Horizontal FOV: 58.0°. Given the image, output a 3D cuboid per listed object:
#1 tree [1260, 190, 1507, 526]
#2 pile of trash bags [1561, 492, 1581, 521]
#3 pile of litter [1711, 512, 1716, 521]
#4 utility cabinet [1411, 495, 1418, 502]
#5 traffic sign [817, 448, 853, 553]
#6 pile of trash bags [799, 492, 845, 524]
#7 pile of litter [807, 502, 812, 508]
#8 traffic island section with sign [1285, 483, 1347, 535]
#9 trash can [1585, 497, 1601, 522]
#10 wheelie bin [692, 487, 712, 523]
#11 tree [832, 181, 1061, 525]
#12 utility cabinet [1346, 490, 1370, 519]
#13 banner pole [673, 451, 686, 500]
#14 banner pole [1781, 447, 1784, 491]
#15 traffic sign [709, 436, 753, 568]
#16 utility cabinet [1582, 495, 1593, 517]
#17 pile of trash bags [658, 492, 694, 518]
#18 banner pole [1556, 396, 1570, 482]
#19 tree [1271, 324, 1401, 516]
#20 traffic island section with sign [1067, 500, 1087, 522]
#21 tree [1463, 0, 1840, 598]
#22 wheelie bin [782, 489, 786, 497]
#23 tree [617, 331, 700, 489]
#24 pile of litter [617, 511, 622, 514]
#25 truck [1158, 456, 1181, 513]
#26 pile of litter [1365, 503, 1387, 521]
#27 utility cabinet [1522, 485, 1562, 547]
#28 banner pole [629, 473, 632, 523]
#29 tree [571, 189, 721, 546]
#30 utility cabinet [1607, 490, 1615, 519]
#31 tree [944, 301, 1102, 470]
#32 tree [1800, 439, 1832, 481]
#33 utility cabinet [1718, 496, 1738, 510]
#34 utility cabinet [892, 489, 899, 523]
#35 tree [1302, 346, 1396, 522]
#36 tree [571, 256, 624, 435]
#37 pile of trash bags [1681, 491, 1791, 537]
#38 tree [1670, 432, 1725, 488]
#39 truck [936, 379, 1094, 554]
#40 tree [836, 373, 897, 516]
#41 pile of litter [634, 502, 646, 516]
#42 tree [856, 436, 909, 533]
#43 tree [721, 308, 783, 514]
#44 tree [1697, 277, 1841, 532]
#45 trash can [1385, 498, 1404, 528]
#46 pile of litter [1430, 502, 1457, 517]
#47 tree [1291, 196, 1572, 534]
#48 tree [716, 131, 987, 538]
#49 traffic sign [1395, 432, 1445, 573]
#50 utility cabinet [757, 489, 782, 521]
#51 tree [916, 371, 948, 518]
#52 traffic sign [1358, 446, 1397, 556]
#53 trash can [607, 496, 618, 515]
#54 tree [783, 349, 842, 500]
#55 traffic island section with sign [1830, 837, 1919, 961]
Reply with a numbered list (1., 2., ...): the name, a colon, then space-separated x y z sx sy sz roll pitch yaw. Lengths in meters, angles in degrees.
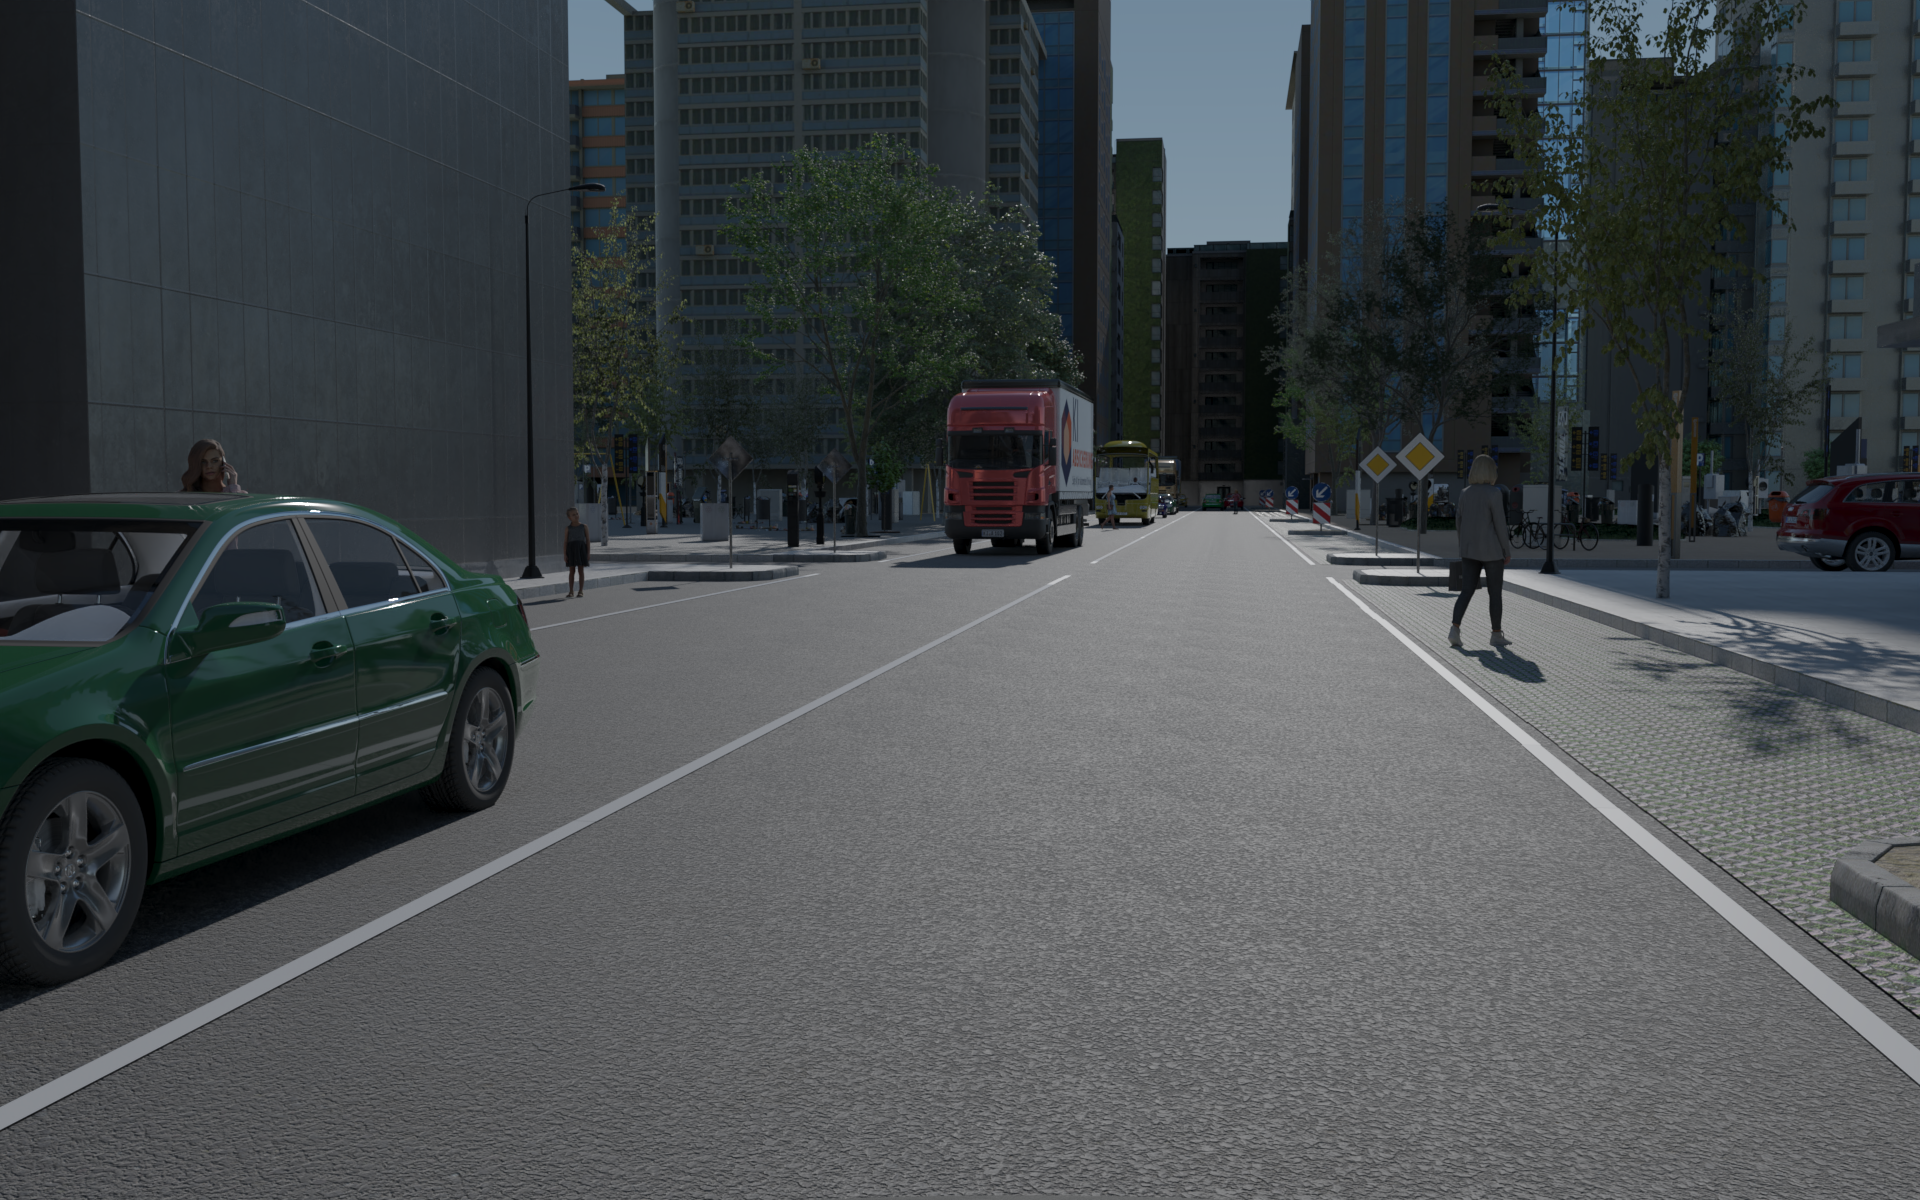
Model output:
1. tree: 17.021 -9.787 70.380 12.009 13.543 11.850 0 3 0
2. pile of trash bags: 26.326 -4.116 77.056 3.447 1.369 1.912 -2 4 -32
3. pile of litter: 37.089 -4.277 83.901 1.176 0.858 1.719 -3 5 -42
4. utility cabinet: 26.549 -5.512 101.287 0.306 1.237 1.020 0 4 8
5. traffic sign: -2.735 -2.088 37.783 0.795 2.450 0.064 1 4 9
6. pile of trash bags: -6.136 -4.070 76.301 1.912 1.369 3.447 3 5 44
7. pile of litter: -9.151 -5.376 101.859 1.176 0.858 1.719 3 4 38
8. traffic island section with sign: 12.523 -3.185 60.711 1.989 1.847 2.006 1 4 9
9. trash can: 29.345 -4.202 80.363 0.748 1.137 0.748 0 3 0
10. wheelie bin: -11.365 -4.187 76.367 0.980 1.594 0.693 3 5 44
11. tree: -0.509 -10.067 71.252 9.857 13.997 8.962 0 3 0
12. utility cabinet: 20.589 -4.944 89.518 1.173 1.500 0.318 1 4 9
13. banner pole: -16.218 -6.795 101.120 0.401 3.779 0.863 3 5 39
14. banner pole: 44.051 -6.292 92.883 0.401 3.779 0.863 1 4 23
15. traffic sign: -3.957 -1.605 29.891 0.795 2.450 0.064 1 4 9
16. utility cabinet: 35.803 -5.365 98.878 0.306 1.237 1.020 2 4 35
17. pile of trash bags: -15.804 -5.248 95.550 1.912 1.369 3.447 -1 4 -17
18. banner pole: 14.989 -3.266 43.410 0.401 3.779 0.863 -1 4 -16
19. tree: 22.374 -10.830 102.832 9.928 11.665 9.643 0 3 0
20. traffic island section with sign: 5.510 -4.920 89.072 1.989 1.847 2.006 1 4 9
21. tree: 8.445 -4.330 21.163 4.737 8.622 4.395 0 3 0
22. wheelie bin: -11.175 -6.044 106.726 0.980 1.594 0.693 1 4 11
23. tree: -13.960 -7.846 78.651 4.737 8.622 4.395 0 3 0
24. pile of litter: -22.422 -5.929 110.910 1.719 0.858 1.176 0 4 -6
25. truck: 15.257 -8.671 130.681 2.839 4.237 11.283 1 4 9
26. pile of litter: 20.213 -4.278 83.914 1.176 0.858 1.719 1 4 18
27. utility cabinet: 14.125 -2.039 42.020 0.318 1.500 1.173 -1 4 -15
28. banner pole: -14.415 -5.248 75.819 0.401 3.779 0.863 0 4 -4
29. tree: -8.733 -5.651 42.759 4.360 8.622 3.978 0 3 0
30. utility cabinet: 33.047 -4.849 87.963 0.318 1.500 1.173 1 4 16
31. tree: 3.787 -11.210 100.295 9.611 12.733 9.660 0 3 0
32. tree: 51.813 -7.304 103.128 4.285 4.588 4.351 0 3 0
33. utility cabinet: 28.282 -3.221 63.825 0.306 1.237 1.020 0 4 -1
34. utility cabinet: -2.968 -4.171 76.876 0.318 1.500 1.173 0 4 7
35. tree: 18.172 -7.912 79.729 4.737 8.622 4.395 0 3 0
36. tree: -14.483 -7.483 56.756 7.601 10.594 8.767 0 4 6
37. pile of trash bags: 23.283 -2.594 52.169 1.912 1.369 3.447 -3 4 -37
38. tree: 37.534 -6.436 88.946 4.285 4.588 4.351 0 3 0
39. truck: 1.643 -3.408 44.627 2.839 4.237 11.283 1 4 10
40. tree: -5.306 -9.137 99.754 4.737 8.622 4.395 0 3 0
41. pile of litter: -19.216 -5.538 104.515 1.176 0.858 1.719 1 4 21
42. tree: -2.628 -3.828 57.188 1.663 3.219 1.824 0 3 0
43. tree: -9.650 -7.285 69.466 4.360 8.622 3.978 0 3 0
44. tree: 27.132 -6.630 58.766 4.360 8.622 3.978 0 3 0
45. trash can: 16.712 -3.362 66.614 0.748 1.137 0.748 0 3 0
46. pile of litter: 25.893 -4.717 91.083 1.719 0.858 1.176 3 5 44
47. tree: 14.816 -7.387 55.185 8.767 10.594 7.601 1 4 10
48. tree: -3.033 -7.664 51.059 9.928 11.665 9.643 0 3 0
49. traffic sign: 7.449 -1.497 28.111 0.795 2.450 0.064 1 4 9
50. utility cabinet: -9.015 -4.484 81.999 1.173 1.500 0.318 1 4 20
51. tree: -1.077 -8.702 92.641 4.360 8.622 3.978 0 3 0
52. traffic sign: 8.671 -1.979 36.003 0.795 2.450 0.064 1 4 9
53. trash can: -21.517 -5.835 107.049 0.748 1.137 0.748 0 3 0
54. tree: -8.091 -8.371 87.226 4.360 8.622 3.978 0 3 0
55. traffic island section with sign: 3.967 0.195 5.446 1.989 1.847 2.006 1 4 9
